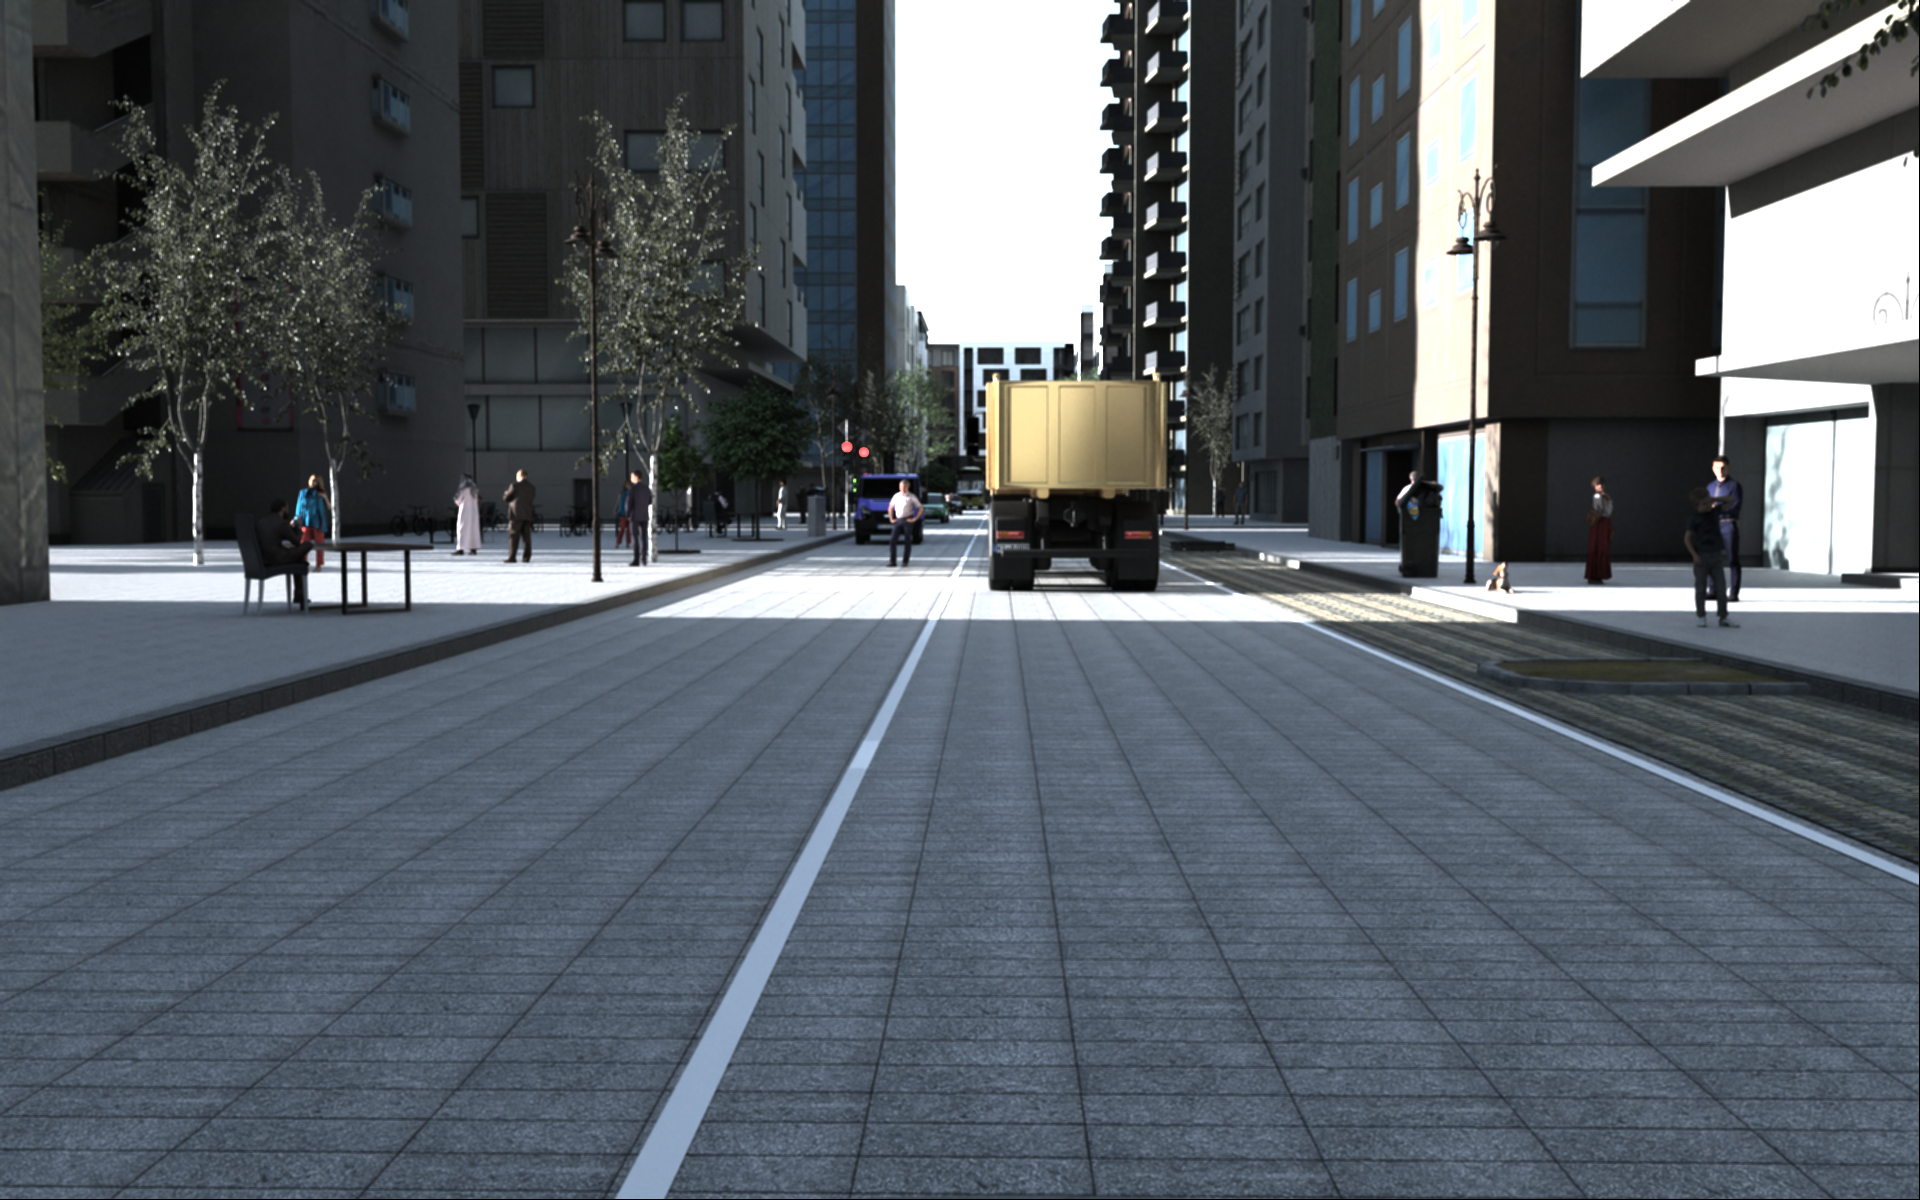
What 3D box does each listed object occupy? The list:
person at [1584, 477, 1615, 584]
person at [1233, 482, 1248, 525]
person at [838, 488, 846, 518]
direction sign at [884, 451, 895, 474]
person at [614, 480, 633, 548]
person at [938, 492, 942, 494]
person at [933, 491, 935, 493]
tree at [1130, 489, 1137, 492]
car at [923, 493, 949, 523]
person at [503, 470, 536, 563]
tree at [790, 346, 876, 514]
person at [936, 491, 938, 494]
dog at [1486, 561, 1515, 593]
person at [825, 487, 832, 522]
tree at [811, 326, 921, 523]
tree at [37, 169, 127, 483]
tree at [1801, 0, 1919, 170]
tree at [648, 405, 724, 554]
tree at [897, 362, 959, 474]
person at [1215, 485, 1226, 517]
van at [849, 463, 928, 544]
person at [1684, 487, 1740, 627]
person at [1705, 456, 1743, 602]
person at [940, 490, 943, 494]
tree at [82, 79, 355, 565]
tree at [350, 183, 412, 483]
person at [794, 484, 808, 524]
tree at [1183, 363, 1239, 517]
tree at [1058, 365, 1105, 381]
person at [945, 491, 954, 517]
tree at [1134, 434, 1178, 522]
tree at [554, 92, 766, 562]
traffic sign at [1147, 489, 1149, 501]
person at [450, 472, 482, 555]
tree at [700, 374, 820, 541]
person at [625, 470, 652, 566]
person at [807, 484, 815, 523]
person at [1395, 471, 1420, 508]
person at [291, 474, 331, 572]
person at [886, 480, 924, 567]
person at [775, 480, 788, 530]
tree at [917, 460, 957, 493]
[{"bbox_3d":[9.109,-0.988,24.661,0.387,1.526,0.523,2,4,26],"label":"person"},{"bbox_3d":[11.766,-4.073,72.762,0.598,1.807,0.434,3,5,40],"label":"person"},{"bbox_3d":[-6.202,-5.118,91.678,0.435,1.587,0.963,-1,4,-15],"label":"person"},{"bbox_3d":[-3.748,-6.121,92.079,0.379,3.537,0.876,-3,4,-38],"label":"direction sign"},{"bbox_3d":[-7.906,-2.041,41.112,0.593,1.614,0.444,0,4,-6],"label":"person"},{"bbox_3d":[-2.273,-11.470,194.402,1.217,1.723,0.721,-1,4,-10],"label":"person"},{"bbox_3d":[-3.110,-12.083,205.073,0.415,1.643,0.593,-3,4,-36],"label":"person"},{"bbox_3d":[8.637,-5.957,91.995,1.663,3.219,1.824,0,3,0],"label":"tree"},{"bbox_3d":[-1.506,-4.709,85.786,1.959,1.807,4.718,0,4,3],"label":"car"},{"bbox_3d":[-8.284,-1.574,32.462,0.600,1.739,0.565,1,4,16],"label":"person"},{"bbox_3d":[-8.732,-10.707,109.471,7.601,10.594,8.767,1,4,11],"label":"tree"},{"bbox_3d":[-2.494,-10.844,182.974,0.705,1.869,1.348,1,4,14],"label":"person"},{"bbox_3d":[7.161,-0.306,22.742,0.550,0.427,0.748,3,5,42],"label":"dog"},{"bbox_3d":[-6.295,-4.468,80.962,0.647,1.594,0.662,3,5,42],"label":"person"},{"bbox_3d":[-4.777,-7.731,76.771,4.360,8.622,3.978,0,3,0],"label":"tree"},{"bbox_3d":[-20.800,-5.354,37.894,4.737,8.622,4.395,0,3,0],"label":"tree"},{"bbox_3d":[6.882,-3.625,9.625,4.360,8.622,3.978,0,3,0],"label":"tree"},{"bbox_3d":[-6.174,-2.623,37.492,1.663,3.219,1.824,0,3,0],"label":"tree"},{"bbox_3d":[-3.895,-12.946,137.424,9.928,11.665,9.643,0,3,0],"label":"tree"},{"bbox_3d":[14.376,-5.440,95.516,0.617,1.759,0.750,0,4,5],"label":"person"},{"bbox_3d":[-2.048,-2.851,50.993,2.240,2.365,5.245,0,4,0],"label":"van"},{"bbox_3d":[7.270,-0.415,16.732,0.435,1.345,0.340,-1,4,-8],"label":"person"},{"bbox_3d":[9.064,-0.855,20.723,0.504,1.737,0.576,-3,4,-36],"label":"person"},{"bbox_3d":[-2.347,-12.561,211.943,1.217,1.766,0.721,2,4,26],"label":"person"},{"bbox_3d":[-13.850,-4.960,31.458,4.360,8.622,3.978,0,3,0],"label":"tree"},{"bbox_3d":[-14.125,-5.395,38.574,4.360,8.622,3.978,0,3,0],"label":"tree"},{"bbox_3d":[-6.920,-4.194,75.307,0.600,1.739,0.565,-2,4,-33],"label":"person"},{"bbox_3d":[14.731,-9.050,98.332,4.360,8.622,3.978,0,3,0],"label":"tree"},{"bbox_3d":[10.258,-13.028,138.768,9.928,11.665,9.643,0,3,0],"label":"tree"},{"bbox_3d":[-0.642,-5.926,106.846,0.566,1.644,0.517,-2,4,-28],"label":"person"},{"bbox_3d":[8.602,-6.207,85.197,4.285,4.588,4.351,0,3,0],"label":"tree"},{"bbox_3d":[-5.761,-5.028,32.578,4.360,8.622,3.978,0,3,0],"label":"tree"},{"bbox_3d":[8.258,-4.649,76.014,0.884,2.594,0.081,0,4,6],"label":"traffic sign"},{"bbox_3d":[-10.374,-1.818,36.439,0.621,1.740,0.551,0,4,6],"label":"person"},{"bbox_3d":[-5.506,-3.910,47.648,4.285,4.588,4.351,0,3,0],"label":"tree"},{"bbox_3d":[-5.734,-1.466,30.938,0.541,1.710,0.530,-2,4,-35],"label":"person"},{"bbox_3d":[-6.571,-4.291,76.907,0.576,1.737,0.504,0,4,-5],"label":"person"},{"bbox_3d":[8.656,-1.580,32.807,0.756,1.711,0.436,2,4,28],"label":"person"},{"bbox_3d":[-10.635,-1.264,28.412,0.593,1.614,0.444,2,4,32],"label":"person"},{"bbox_3d":[-1.122,-1.505,34.044,0.756,1.711,0.436,2,4,33],"label":"person"},{"bbox_3d":[-6.407,-3.414,62.013,0.789,1.805,0.875,0,4,3],"label":"person"},{"bbox_3d":[-2.425,-10.836,160.885,4.285,4.588,4.351,0,3,0],"label":"tree"}]
